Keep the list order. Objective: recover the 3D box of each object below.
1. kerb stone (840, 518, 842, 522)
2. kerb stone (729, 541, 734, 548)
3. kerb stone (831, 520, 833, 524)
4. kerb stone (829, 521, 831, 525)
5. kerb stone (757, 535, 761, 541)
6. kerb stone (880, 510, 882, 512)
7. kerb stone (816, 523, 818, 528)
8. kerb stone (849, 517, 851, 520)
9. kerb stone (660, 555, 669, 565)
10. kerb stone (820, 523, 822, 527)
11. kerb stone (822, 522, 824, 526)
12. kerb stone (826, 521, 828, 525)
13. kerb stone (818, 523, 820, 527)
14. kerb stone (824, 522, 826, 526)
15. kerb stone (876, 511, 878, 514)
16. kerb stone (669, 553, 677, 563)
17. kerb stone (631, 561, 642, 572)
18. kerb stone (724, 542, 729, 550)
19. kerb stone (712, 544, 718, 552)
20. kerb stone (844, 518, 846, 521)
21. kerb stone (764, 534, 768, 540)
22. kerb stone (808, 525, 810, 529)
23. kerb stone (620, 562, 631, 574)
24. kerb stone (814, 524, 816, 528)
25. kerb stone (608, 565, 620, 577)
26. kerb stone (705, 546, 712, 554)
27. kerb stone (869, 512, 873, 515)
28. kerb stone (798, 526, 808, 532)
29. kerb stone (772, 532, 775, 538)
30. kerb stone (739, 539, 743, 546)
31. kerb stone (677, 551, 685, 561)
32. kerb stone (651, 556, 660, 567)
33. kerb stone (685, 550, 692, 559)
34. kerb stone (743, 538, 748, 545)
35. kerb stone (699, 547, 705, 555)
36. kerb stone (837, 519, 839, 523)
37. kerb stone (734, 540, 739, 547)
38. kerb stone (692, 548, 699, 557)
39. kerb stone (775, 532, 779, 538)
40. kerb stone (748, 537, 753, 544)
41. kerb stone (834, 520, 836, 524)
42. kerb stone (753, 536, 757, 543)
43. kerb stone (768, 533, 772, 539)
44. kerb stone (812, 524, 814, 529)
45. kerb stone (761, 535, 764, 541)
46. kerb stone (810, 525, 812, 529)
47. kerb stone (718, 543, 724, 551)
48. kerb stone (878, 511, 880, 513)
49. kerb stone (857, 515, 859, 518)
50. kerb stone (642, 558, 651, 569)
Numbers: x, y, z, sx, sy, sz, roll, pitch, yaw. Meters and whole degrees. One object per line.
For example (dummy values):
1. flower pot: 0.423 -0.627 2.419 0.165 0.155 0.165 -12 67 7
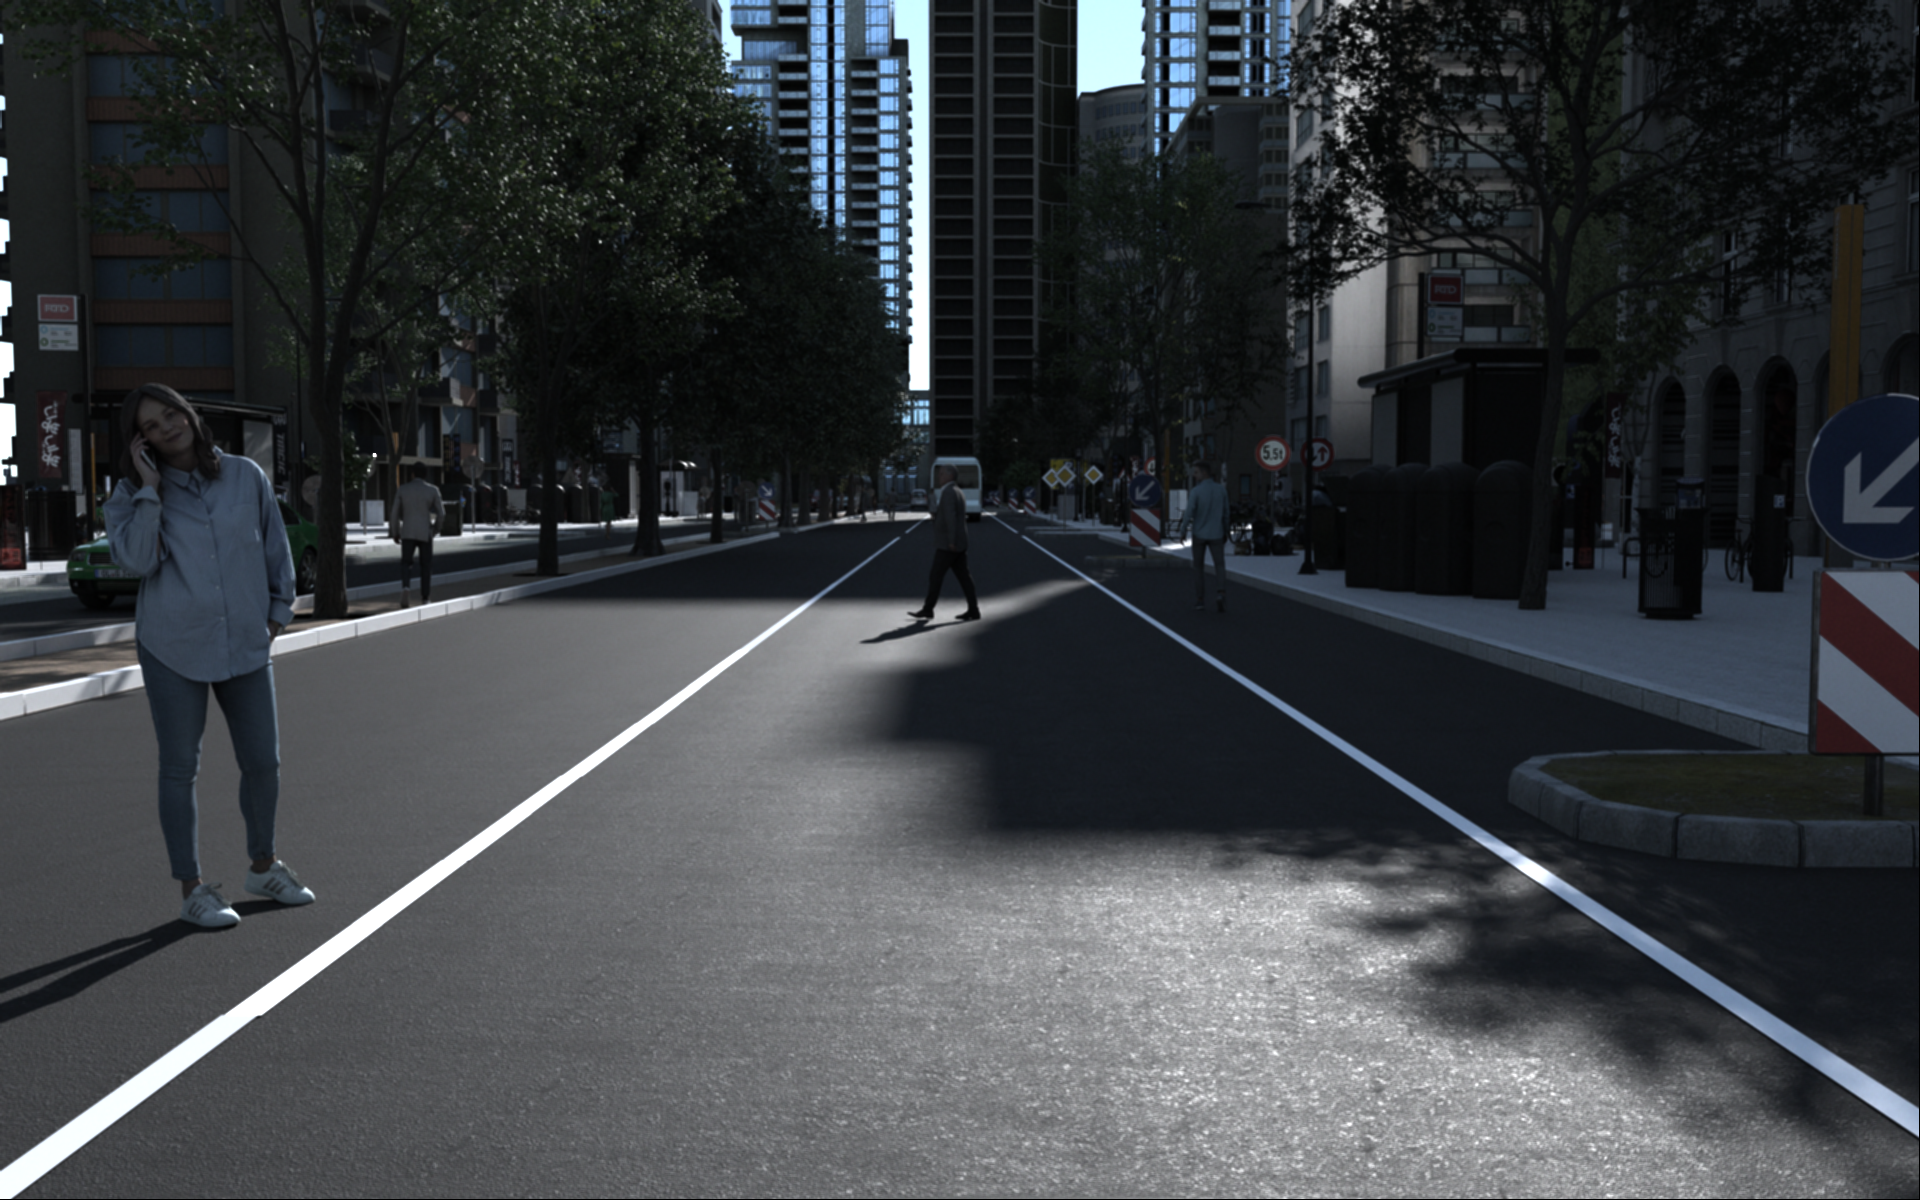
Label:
1. kerb stone: -6.174 -3.970 87.097 0.120 0.150 1.000 0 3 0
2. kerb stone: -6.137 -1.418 45.562 0.120 0.150 1.000 0 3 0
3. kerb stone: -6.169 -3.593 80.941 0.120 0.150 1.000 0 3 0
4. kerb stone: -6.166 -3.530 79.910 0.120 0.150 1.000 0 3 0
5. kerb stone: -6.138 -1.804 51.695 0.120 0.150 1.000 0 3 0
6. kerb stone: -6.217 -6.729 132.217 0.120 0.150 1.000 0 3 0
7. kerb stone: -6.149 -3.088 72.727 0.120 0.150 1.000 0 3 0
8. kerb stone: -6.177 -4.408 94.269 0.120 0.150 1.000 0 3 0
9. kerb stone: -6.129 -0.798 35.289 0.120 0.150 1.000 0 3 0
10. kerb stone: -6.160 -3.214 74.785 0.120 0.150 1.000 0 3 0
11. kerb stone: -6.166 -3.279 75.815 0.120 0.150 1.000 0 3 0
12. kerb stone: -6.158 -3.398 77.861 0.120 0.150 1.000 0 3 0
13. kerb stone: -6.165 -3.153 73.750 0.120 0.150 1.000 0 3 0
14. kerb stone: -6.165 -3.342 76.838 0.120 0.150 1.000 0 3 0
15. kerb stone: -6.204 -6.290 125.034 0.120 0.150 1.000 0 3 0
16. kerb stone: -6.133 -0.861 36.316 0.120 0.150 1.000 0 3 0
17. kerb stone: -6.125 -0.613 32.223 0.120 0.150 1.000 0 3 0
18. kerb stone: -6.135 -1.365 44.531 0.120 0.150 1.000 0 3 0
19. kerb stone: -6.137 -1.241 42.487 0.120 0.150 1.000 0 3 0
20. kerb stone: -6.176 -4.151 90.175 0.120 0.150 1.000 0 3 0
21. kerb stone: -6.148 -1.927 53.743 0.120 0.150 1.000 0 3 0
22. kerb stone: -6.160 -2.835 68.623 0.120 0.150 1.000 0 3 0
23. kerb stone: -6.122 -0.546 31.201 0.120 0.150 1.000 0 3 0
24. kerb stone: -6.154 -3.025 71.698 0.120 0.150 1.000 0 3 0
25. kerb stone: -6.125 -0.486 30.179 0.120 0.150 1.000 0 3 0
26. kerb stone: -6.134 -1.177 41.445 0.120 0.150 1.000 0 3 0
27. kerb stone: -6.193 -5.851 117.852 0.120 0.150 1.000 0 3 0
28. kerb stone: -6.152 -2.777 67.599 0.120 0.150 1.000 0 3 0
29. kerb stone: -6.143 -2.055 55.787 0.120 0.150 1.000 0 3 0
30. kerb stone: -6.145 -1.554 47.605 0.120 0.150 1.000 0 3 0
31. kerb stone: -6.132 -0.927 37.348 0.120 0.150 1.000 0 3 0
32. kerb stone: -6.133 -0.738 34.267 0.120 0.150 1.000 0 3 0
33. kerb stone: -6.125 -0.984 38.371 0.120 0.150 1.000 0 3 0
34. kerb stone: -6.143 -1.616 48.629 0.120 0.150 1.000 0 3 0
35. kerb stone: -6.138 -1.110 40.421 0.120 0.150 1.000 0 3 0
36. kerb stone: -6.169 -3.844 85.045 0.120 0.150 1.000 0 3 0
37. kerb stone: -6.143 -1.490 46.584 0.120 0.150 1.000 0 3 0
38. kerb stone: -6.132 -1.052 39.399 0.120 0.150 1.000 0 3 0
39. kerb stone: -6.146 -2.117 56.809 0.120 0.150 1.000 0 3 0
40. kerb stone: -6.140 -1.679 49.651 0.120 0.150 1.000 0 3 0
41. kerb stone: -6.166 -3.718 82.988 0.120 0.150 1.000 0 3 0
42. kerb stone: -6.142 -1.739 50.673 0.120 0.150 1.000 0 3 0
43. kerb stone: -6.150 -1.990 54.765 0.120 0.150 1.000 0 3 0
44. kerb stone: -6.164 -2.964 70.675 0.120 0.150 1.000 0 3 0
45. kerb stone: -6.149 -1.867 52.720 0.120 0.150 1.000 0 3 0
46. kerb stone: -6.164 -2.902 69.647 0.120 0.150 1.000 0 3 0
47. kerb stone: -6.133 -1.304 43.509 0.120 0.150 1.000 0 3 0
48. kerb stone: -6.206 -6.475 128.108 0.120 0.150 1.000 0 3 0
49. kerb stone: -6.185 -4.909 102.458 0.120 0.150 1.000 0 3 0
50. kerb stone: -6.126 -0.665 33.246 0.120 0.150 1.000 0 3 0
